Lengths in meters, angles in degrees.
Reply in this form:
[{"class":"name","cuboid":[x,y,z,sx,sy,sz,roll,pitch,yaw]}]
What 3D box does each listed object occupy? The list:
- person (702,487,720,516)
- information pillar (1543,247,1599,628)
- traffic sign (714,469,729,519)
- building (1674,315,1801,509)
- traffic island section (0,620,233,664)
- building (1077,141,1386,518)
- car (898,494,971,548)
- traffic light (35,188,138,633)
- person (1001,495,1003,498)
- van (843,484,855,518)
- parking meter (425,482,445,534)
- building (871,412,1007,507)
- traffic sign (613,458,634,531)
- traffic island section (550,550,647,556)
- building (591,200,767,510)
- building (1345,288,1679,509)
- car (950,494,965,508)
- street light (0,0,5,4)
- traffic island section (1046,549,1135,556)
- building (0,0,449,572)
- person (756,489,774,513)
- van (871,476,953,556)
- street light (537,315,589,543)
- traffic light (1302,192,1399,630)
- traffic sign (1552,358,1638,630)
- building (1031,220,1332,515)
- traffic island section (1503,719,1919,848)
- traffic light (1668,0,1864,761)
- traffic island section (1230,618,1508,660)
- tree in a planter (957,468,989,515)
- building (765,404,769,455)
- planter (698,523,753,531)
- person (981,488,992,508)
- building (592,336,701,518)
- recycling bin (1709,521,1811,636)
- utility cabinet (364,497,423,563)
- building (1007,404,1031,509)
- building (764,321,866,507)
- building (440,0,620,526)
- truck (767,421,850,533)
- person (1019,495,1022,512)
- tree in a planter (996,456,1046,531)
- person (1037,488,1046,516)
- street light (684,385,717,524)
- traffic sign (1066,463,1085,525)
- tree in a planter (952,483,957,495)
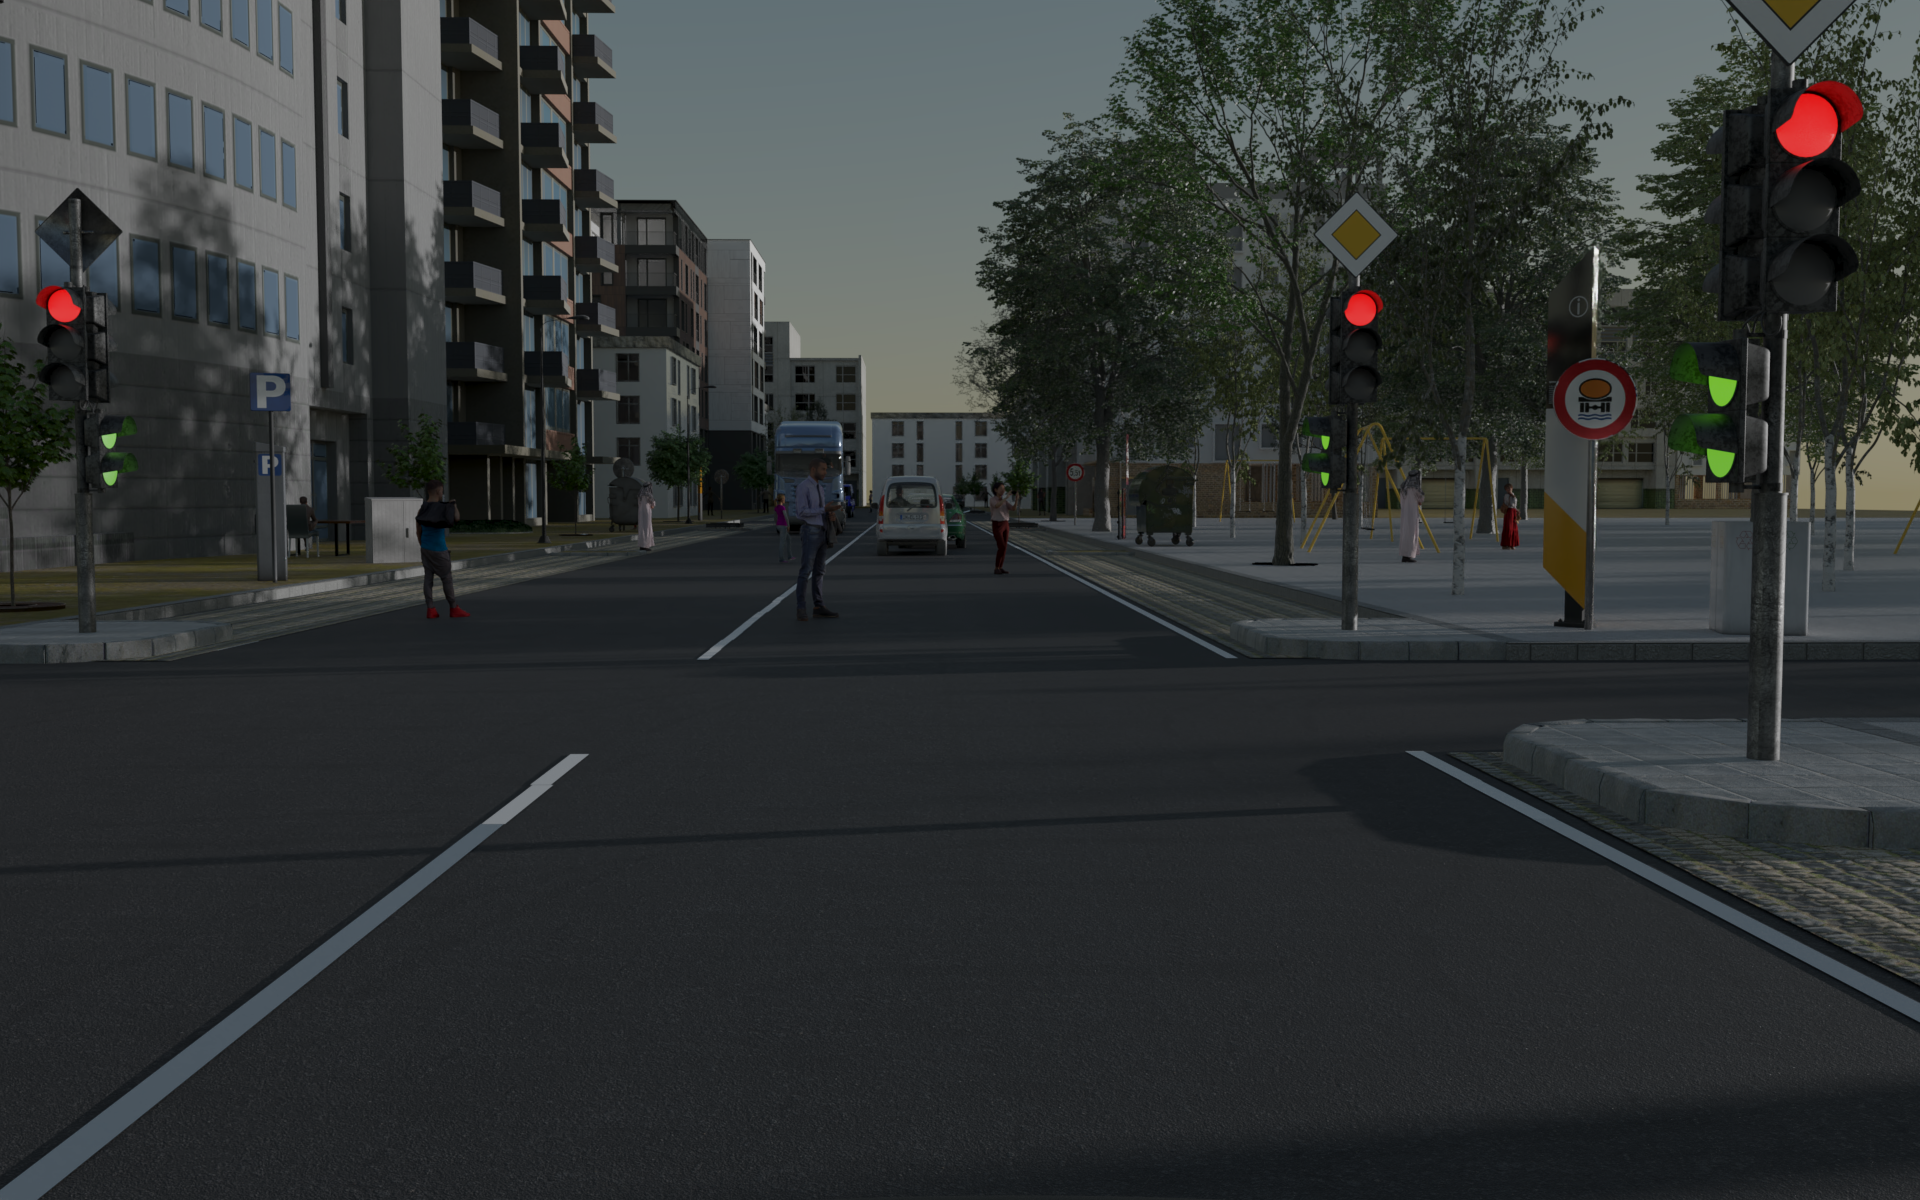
[{"class":"person","cuboid":[-14.793,-5.879,102.881,1.217,1.735,0.721,1,4,19]},{"class":"information pillar","cuboid":[5.881,-1.548,16.667,0.183,3.616,0.504,-3,5,-40]},{"class":"traffic sign","cuboid":[-12.238,-5.426,88.828,0.768,2.556,0.104,0,4,8]},{"class":"building","cuboid":[67.506,-18.457,158.191,11.380,20.091,16.016,0,4,-2]},{"class":"traffic island section","cuboid":[-8.113,0.380,16.076,2.009,0.180,2.903,0,4,-2]},{"class":"building","cuboid":[14.900,-14.837,99.009,16.016,20.091,11.380,0,4,-2]},{"class":"car","cuboid":[-0.765,-2.173,47.333,2.131,1.459,4.920,0,4,-1]},{"class":"traffic light","cuboid":[-8.072,-1.653,15.942,0.839,4.253,0.868,0,4,-2]},{"class":"person","cuboid":[3.619,-8.832,153.664,0.599,1.433,0.991,0,4,3]},{"class":"van","cuboid":[-7.482,-6.205,105.838,2.240,2.365,5.245,0,4,-1]},{"class":"parking meter","cuboid":[-10.804,-1.667,35.663,0.372,1.533,0.369,0,3,0]},{"class":"building","cuboid":[4.740,-14.710,182.659,28.070,9.664,9.099,0,4,-2]},{"class":"traffic sign","cuboid":[-11.773,-3.699,60.587,0.768,2.556,0.104,0,4,6]},{"class":"traffic island section","cuboid":[-8.441,-1.094,40.750,1.991,0.108,1.994,0,4,-2]},{"class":"building","cuboid":[-30.634,-17.894,136.538,27.936,21.610,32.646,0,4,-2]},{"class":"building","cuboid":[45.924,-17.798,157.447,31.486,18.905,16.747,0,4,-2]},{"class":"car","cuboid":[-0.460,-9.430,163.971,2.009,1.686,4.222,0,4,-3]},{"class":"street light","cuboid":[-9.480,-2.661,16.049,1.470,5.913,1.316,0,4,-2]},{"class":"traffic island section","cuboid":[3.047,-1.112,41.049,1.991,0.108,1.994,0,4,-2]},{"class":"building","cuboid":[-25.638,-30.251,36.606,21.231,58.520,28.212,0,4,-2]},{"class":"person","cuboid":[-13.383,-6.934,119.428,1.348,1.823,0.705,-2,4,-24]},{"class":"van","cuboid":[-1.162,-2.123,41.717,2.013,2.044,4.112,0,4,-2]},{"class":"street light","cuboid":[-10.328,-4.438,45.103,1.470,5.913,1.316,0,4,-2]},{"class":"traffic light","cuboid":[3.664,-1.673,16.270,0.839,4.253,0.868,0,4,-2]},{"class":"traffic sign","cuboid":[5.954,-0.992,16.324,0.768,2.556,0.104,0,4,7]},{"class":"building","cuboid":[14.407,-15.553,120.746,16.747,18.905,31.486,0,4,-2]},{"class":"traffic island section","cuboid":[3.918,0.849,8.403,2.009,0.180,2.903,0,4,-2]},{"class":"traffic light","cuboid":[3.877,-1.185,8.288,0.839,4.253,0.868,0,4,-2]},{"class":"traffic island section","cuboid":[3.705,0.361,16.385,2.009,0.180,2.903,0,4,-2]},{"class":"tree in a planter","cuboid":[0.980,-7.392,118.074,1.991,3.239,1.994,0,4,-2]},{"class":"building","cuboid":[-32.055,-13.326,160.028,28.070,9.664,9.099,0,4,-2]},{"class":"planter","cuboid":[-9.167,-2.856,67.834,1.991,0.319,1.994,0,4,-2]},{"class":"person","cuboid":[2.484,-9.567,162.598,1.348,1.807,0.705,2,4,32]},{"class":"building","cuboid":[-20.386,-10.024,106.043,9.099,9.664,28.070,0,4,-2]},{"class":"recycling bin","cuboid":[7.397,-0.213,16.042,0.722,1.027,0.722,1,4,13]},{"class":"utility cabinet","cuboid":[-10.612,-1.306,32.507,1.020,1.237,0.306,-3,5,-43]},{"class":"building","cuboid":[9.687,-12.793,151.309,9.099,9.664,28.070,0,4,-2]},{"class":"building","cuboid":[-26.071,-19.528,185.737,31.486,18.905,16.747,0,4,-2]},{"class":"building","cuboid":[-26.983,-25.618,73.474,22.147,44.769,28.867,0,4,-2]},{"class":"truck","cuboid":[-5.876,-4.902,69.912,2.967,4.110,18.799,0,4,-3]},{"class":"person","cuboid":[4.273,-7.090,122.669,0.721,1.736,1.217,1,4,14]},{"class":"tree in a planter","cuboid":[2.326,-4.329,68.002,1.991,3.239,1.994,0,4,-2]},{"class":"person","cuboid":[4.864,-5.863,103.366,0.415,1.643,0.593,3,5,43]},{"class":"street light","cuboid":[-11.099,-6.215,74.149,1.470,5.913,1.316,0,4,-2]},{"class":"traffic sign","cuboid":[4.731,-4.345,71.145,0.768,2.556,0.104,0,4,6]},{"class":"tree in a planter","cuboid":[0.265,-9.039,145.008,1.991,3.239,1.994,0,4,-2]}]
